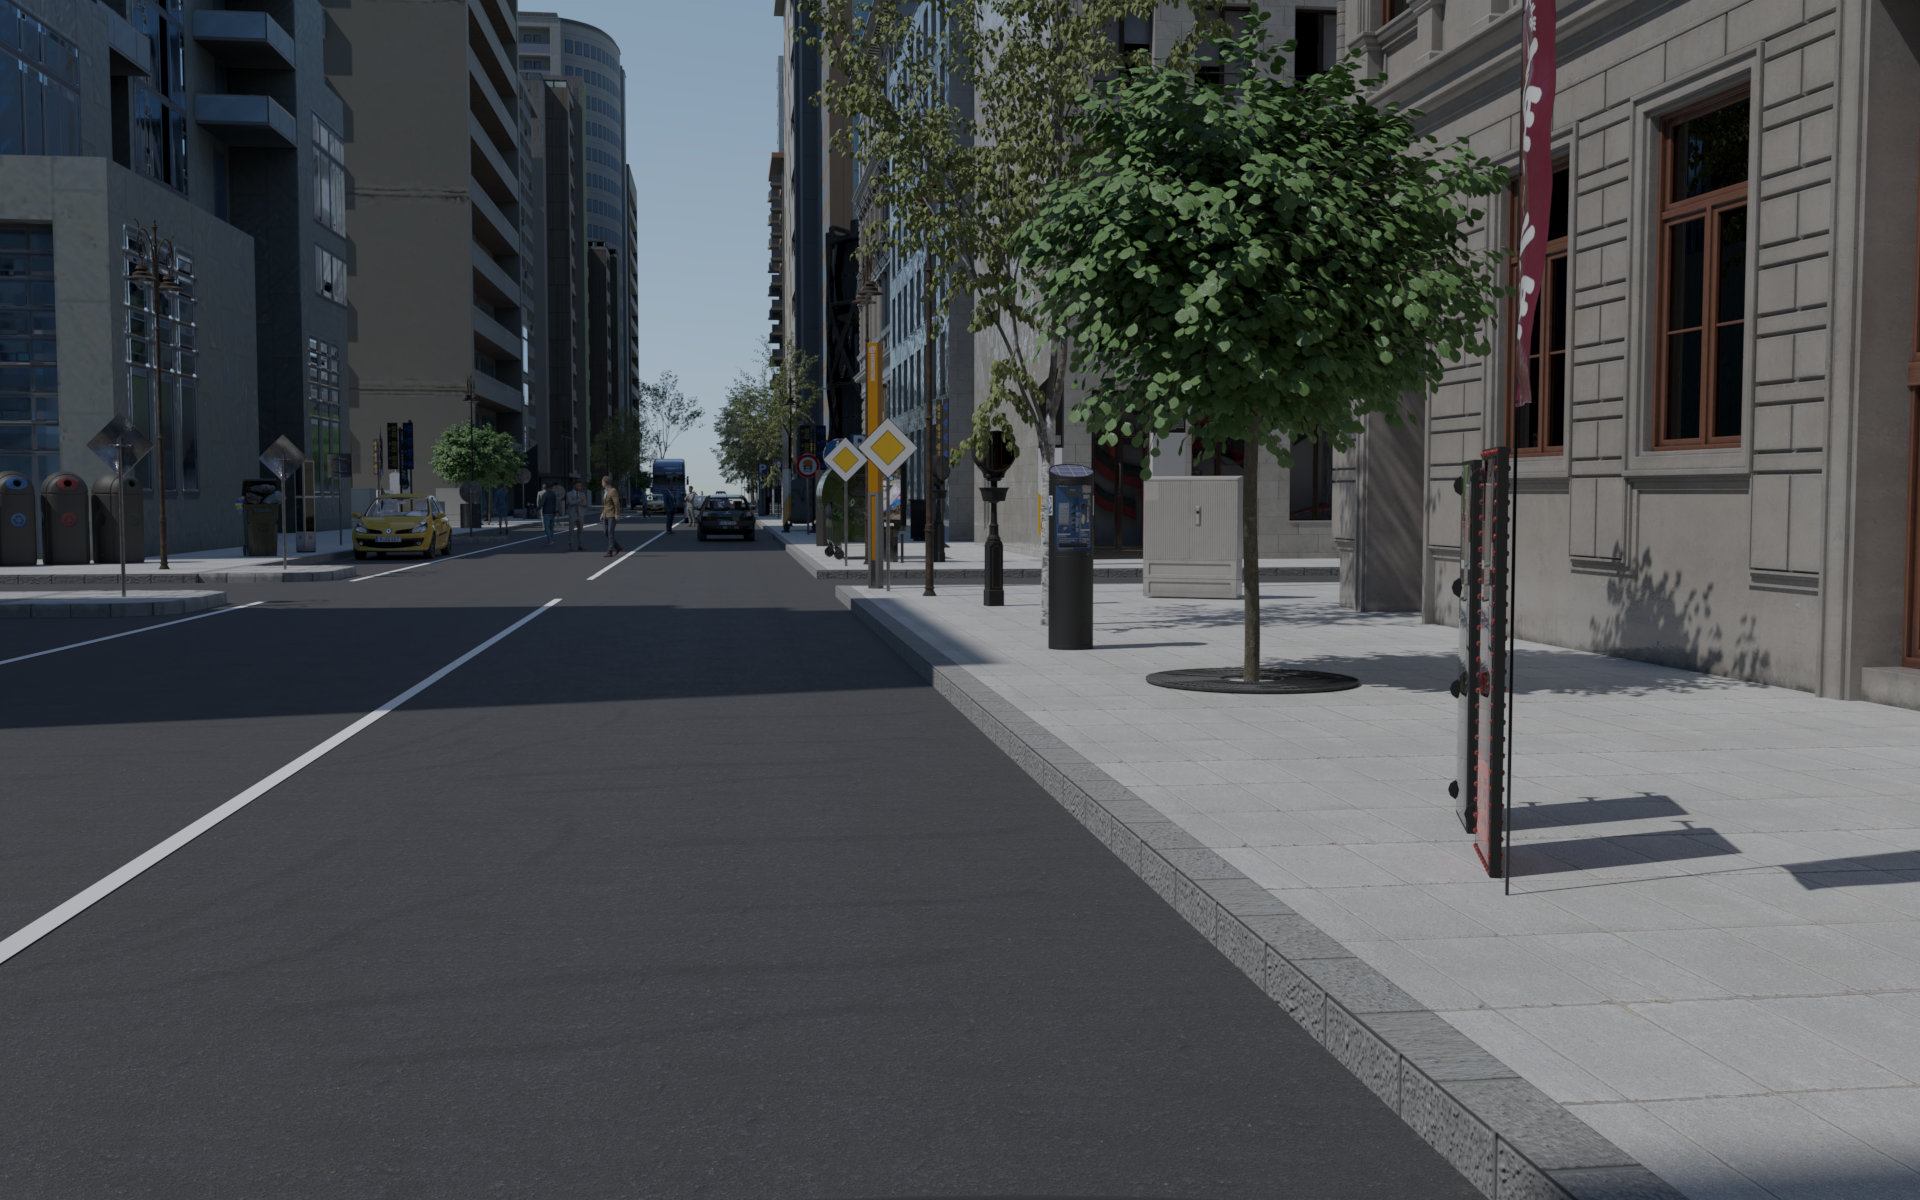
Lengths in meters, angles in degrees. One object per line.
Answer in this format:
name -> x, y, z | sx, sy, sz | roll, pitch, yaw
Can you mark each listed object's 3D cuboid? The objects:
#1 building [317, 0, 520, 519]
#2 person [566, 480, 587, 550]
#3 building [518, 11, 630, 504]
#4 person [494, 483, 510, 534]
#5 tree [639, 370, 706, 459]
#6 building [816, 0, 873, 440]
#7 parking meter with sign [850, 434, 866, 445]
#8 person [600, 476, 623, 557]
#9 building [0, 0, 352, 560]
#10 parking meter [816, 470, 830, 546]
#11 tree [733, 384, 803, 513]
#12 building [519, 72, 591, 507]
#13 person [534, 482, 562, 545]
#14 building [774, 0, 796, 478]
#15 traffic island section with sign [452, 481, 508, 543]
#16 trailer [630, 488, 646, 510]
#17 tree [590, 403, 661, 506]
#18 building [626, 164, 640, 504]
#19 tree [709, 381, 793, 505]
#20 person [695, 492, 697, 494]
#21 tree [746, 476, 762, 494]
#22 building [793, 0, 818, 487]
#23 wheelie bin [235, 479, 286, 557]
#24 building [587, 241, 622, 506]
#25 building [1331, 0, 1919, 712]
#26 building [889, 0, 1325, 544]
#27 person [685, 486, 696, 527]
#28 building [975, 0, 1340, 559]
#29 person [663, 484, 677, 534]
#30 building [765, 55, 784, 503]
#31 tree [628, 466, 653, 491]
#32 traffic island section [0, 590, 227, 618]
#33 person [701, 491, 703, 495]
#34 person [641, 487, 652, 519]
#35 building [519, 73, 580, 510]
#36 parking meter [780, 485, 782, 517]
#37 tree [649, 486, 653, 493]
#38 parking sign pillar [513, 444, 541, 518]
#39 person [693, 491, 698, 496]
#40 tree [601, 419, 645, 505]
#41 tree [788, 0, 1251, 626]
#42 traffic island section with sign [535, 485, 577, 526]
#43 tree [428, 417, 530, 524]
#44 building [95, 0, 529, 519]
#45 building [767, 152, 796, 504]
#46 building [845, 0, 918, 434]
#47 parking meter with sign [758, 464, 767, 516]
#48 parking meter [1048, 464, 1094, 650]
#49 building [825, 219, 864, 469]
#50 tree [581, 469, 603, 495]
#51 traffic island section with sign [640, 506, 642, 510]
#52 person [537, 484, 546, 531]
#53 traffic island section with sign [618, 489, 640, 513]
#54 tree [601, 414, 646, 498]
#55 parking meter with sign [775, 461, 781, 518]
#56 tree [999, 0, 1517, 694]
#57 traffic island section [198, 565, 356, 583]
building -> -34.547, -28.398, 88.011 | 21.300, 48.544, 21.600 | 0, 4, -8
person -> -9.769, -2.174, 44.219 | 0.466, 1.800, 0.511 | 3, 5, 42
building -> -52.588, -41.130, 214.468 | 21.231, 58.520, 28.212 | 0, 4, -8
person -> -16.358, -3.263, 61.875 | 0.581, 1.822, 0.654 | -2, 4, -24
tree -> -44.003, -24.834, 261.924 | 12.611, 20.169, 13.585 | 0, 3, 0
building -> -2.246, -28.478, 115.729 | 14.600, 45.320, 14.200 | 0, 4, -8
parking meter with sign -> -2.674, -3.265, 49.638 | 0.543, 3.016, 1.738 | -1, 4, -18
person -> -8.012, -1.913, 39.681 | 0.656, 1.842, 0.836 | 1, 4, 20
building -> -29.442, -44.774, 44.726 | 22.319, 86.520, 31.000 | 0, 4, -8
parking meter -> -3.339, -2.252, 42.534 | 0.255, 1.863, 0.399 | 2, 4, 30
tree -> -12.622, -10.059, 114.824 | 4.360, 8.622, 3.978 | 0, 3, 0
building -> -42.763, -29.360, 163.624 | 14.154, 41.232, 14.086 | 0, 4, -8
person -> -11.496, -2.425, 48.493 | 0.721, 1.781, 0.623 | 2, 4, 29
building -> -2.831, -35.238, 165.376 | 28.713, 52.752, 27.495 | 0, 4, -8
traffic island section with sign -> -14.472, -2.606, 51.240 | 1.989, 1.847, 2.006 | 0, 4, -8
trailer -> -28.027, -8.814, 151.162 | 1.471, 1.999, 3.904 | 0, 4, -6
tree -> -34.675, -14.939, 178.669 | 8.767, 10.594, 7.601 | 1, 4, 17
building -> -55.865, -37.692, 239.971 | 21.300, 48.544, 21.600 | 0, 4, -8
tree -> -23.365, -17.674, 195.619 | 9.857, 13.997, 8.962 | 0, 3, 0
person -> -36.306, -13.974, 237.759 | 1.217, 1.735, 0.721 | -2, 4, -35
tree -> -19.310, -10.533, 166.809 | 1.663, 3.219, 1.824 | 0, 3, 0
building -> -2.547, -36.370, 136.646 | 21.231, 58.520, 28.212 | 0, 4, -8
wheelie bin -> -14.409, -1.703, 35.758 | 0.980, 1.594, 0.693 | -2, 4, -31
building -> -45.730, -25.883, 194.895 | 14.160, 30.474, 14.107 | 0, 4, -8
building -> 10.534, -10.636, 10.056 | 11.583, 22.565, 21.152 | 0, 4, -8
building -> 3.714, -12.292, 55.718 | 10.420, 20.320, 16.860 | 0, 4, -8
person -> -11.865, -4.117, 75.990 | 0.511, 1.800, 0.466 | 2, 4, 31
building -> 9.398, -11.289, 39.328 | 16.860, 20.320, 10.420 | 0, 4, -8
person -> -10.481, -3.295, 62.555 | 0.419, 1.800, 0.721 | 1, 4, 21
building -> -17.114, -57.214, 248.116 | 22.319, 86.520, 31.000 | 0, 4, -8
tree -> -36.972, -13.264, 200.583 | 4.285, 4.588, 4.351 | 0, 3, 0
traffic island section -> -10.431, 0.044, 21.564 | 2.009, 0.180, 2.903 | 0, 4, -8
person -> -31.745, -12.506, 212.974 | 0.705, 1.824, 1.348 | -1, 4, -9
person -> -17.807, -5.480, 98.121 | 0.620, 1.820, 0.660 | -1, 4, -22
building -> -48.594, -27.625, 143.543 | 32.217, 40.220, 23.993 | 0, 4, -8
parking meter -> -9.867, -5.566, 96.715 | 0.255, 1.863, 0.399 | 0, 4, 4
tree -> -42.582, -15.110, 241.642 | 1.663, 3.219, 1.824 | 0, 3, 0
parking sign pillar -> -23.366, -6.412, 93.305 | 1.447, 3.967, 1.447 | 0, 4, -5
person -> -31.495, -12.026, 205.112 | 1.348, 1.826, 0.705 | 1, 4, 22
tree -> -32.978, -13.400, 169.454 | 4.360, 8.622, 3.978 | 0, 3, 0
tree -> 0.623, -4.059, 16.722 | 4.737, 8.622, 4.395 | 0, 3, 0
traffic island section with sign -> -18.204, -4.279, 78.582 | 1.989, 1.847, 2.006 | 0, 4, -8
tree -> -21.073, -5.745, 77.651 | 4.285, 4.588, 4.351 | 0, 3, 0
building -> -40.360, -49.077, 115.088 | 22.319, 86.520, 31.000 | 0, 4, -8
building -> -13.085, -34.566, 219.784 | 22.147, 44.769, 28.867 | 0, 4, -8
building -> 1.231, -15.007, 74.238 | 11.050, 23.489, 19.941 | 0, 4, -8
parking meter with sign -> -11.490, -6.379, 100.554 | 0.543, 3.016, 1.738 | -1, 4, -9
parking meter -> 0.919, -0.363, 14.344 | 0.372, 1.533, 0.369 | 0, 3, 0
building -> 0.750, -14.131, 98.498 | 16.820, 18.784, 16.811 | 0, 4, -8
tree -> -28.718, -8.672, 136.387 | 1.663, 3.219, 1.824 | 0, 3, 0
traffic island section with sign -> -28.619, -8.973, 155.340 | 1.989, 1.847, 2.006 | 0, 4, -8
person -> -16.250, -3.628, 67.917 | 0.635, 1.810, 0.391 | -1, 4, -22
traffic island section with sign -> -24.959, -7.321, 128.325 | 1.989, 1.847, 2.006 | 0, 4, -8
tree -> -31.506, -12.867, 160.729 | 4.737, 8.622, 4.395 | 0, 3, 0
parking meter with sign -> -8.774, -5.788, 90.892 | 1.738, 3.016, 0.543 | 1, 4, 17
tree -> 1.968, -1.714, 11.735 | 4.285, 4.588, 4.351 | 0, 3, 0
traffic island section -> -11.507, -0.440, 29.477 | 2.009, 0.180, 2.903 | 0, 4, -8
